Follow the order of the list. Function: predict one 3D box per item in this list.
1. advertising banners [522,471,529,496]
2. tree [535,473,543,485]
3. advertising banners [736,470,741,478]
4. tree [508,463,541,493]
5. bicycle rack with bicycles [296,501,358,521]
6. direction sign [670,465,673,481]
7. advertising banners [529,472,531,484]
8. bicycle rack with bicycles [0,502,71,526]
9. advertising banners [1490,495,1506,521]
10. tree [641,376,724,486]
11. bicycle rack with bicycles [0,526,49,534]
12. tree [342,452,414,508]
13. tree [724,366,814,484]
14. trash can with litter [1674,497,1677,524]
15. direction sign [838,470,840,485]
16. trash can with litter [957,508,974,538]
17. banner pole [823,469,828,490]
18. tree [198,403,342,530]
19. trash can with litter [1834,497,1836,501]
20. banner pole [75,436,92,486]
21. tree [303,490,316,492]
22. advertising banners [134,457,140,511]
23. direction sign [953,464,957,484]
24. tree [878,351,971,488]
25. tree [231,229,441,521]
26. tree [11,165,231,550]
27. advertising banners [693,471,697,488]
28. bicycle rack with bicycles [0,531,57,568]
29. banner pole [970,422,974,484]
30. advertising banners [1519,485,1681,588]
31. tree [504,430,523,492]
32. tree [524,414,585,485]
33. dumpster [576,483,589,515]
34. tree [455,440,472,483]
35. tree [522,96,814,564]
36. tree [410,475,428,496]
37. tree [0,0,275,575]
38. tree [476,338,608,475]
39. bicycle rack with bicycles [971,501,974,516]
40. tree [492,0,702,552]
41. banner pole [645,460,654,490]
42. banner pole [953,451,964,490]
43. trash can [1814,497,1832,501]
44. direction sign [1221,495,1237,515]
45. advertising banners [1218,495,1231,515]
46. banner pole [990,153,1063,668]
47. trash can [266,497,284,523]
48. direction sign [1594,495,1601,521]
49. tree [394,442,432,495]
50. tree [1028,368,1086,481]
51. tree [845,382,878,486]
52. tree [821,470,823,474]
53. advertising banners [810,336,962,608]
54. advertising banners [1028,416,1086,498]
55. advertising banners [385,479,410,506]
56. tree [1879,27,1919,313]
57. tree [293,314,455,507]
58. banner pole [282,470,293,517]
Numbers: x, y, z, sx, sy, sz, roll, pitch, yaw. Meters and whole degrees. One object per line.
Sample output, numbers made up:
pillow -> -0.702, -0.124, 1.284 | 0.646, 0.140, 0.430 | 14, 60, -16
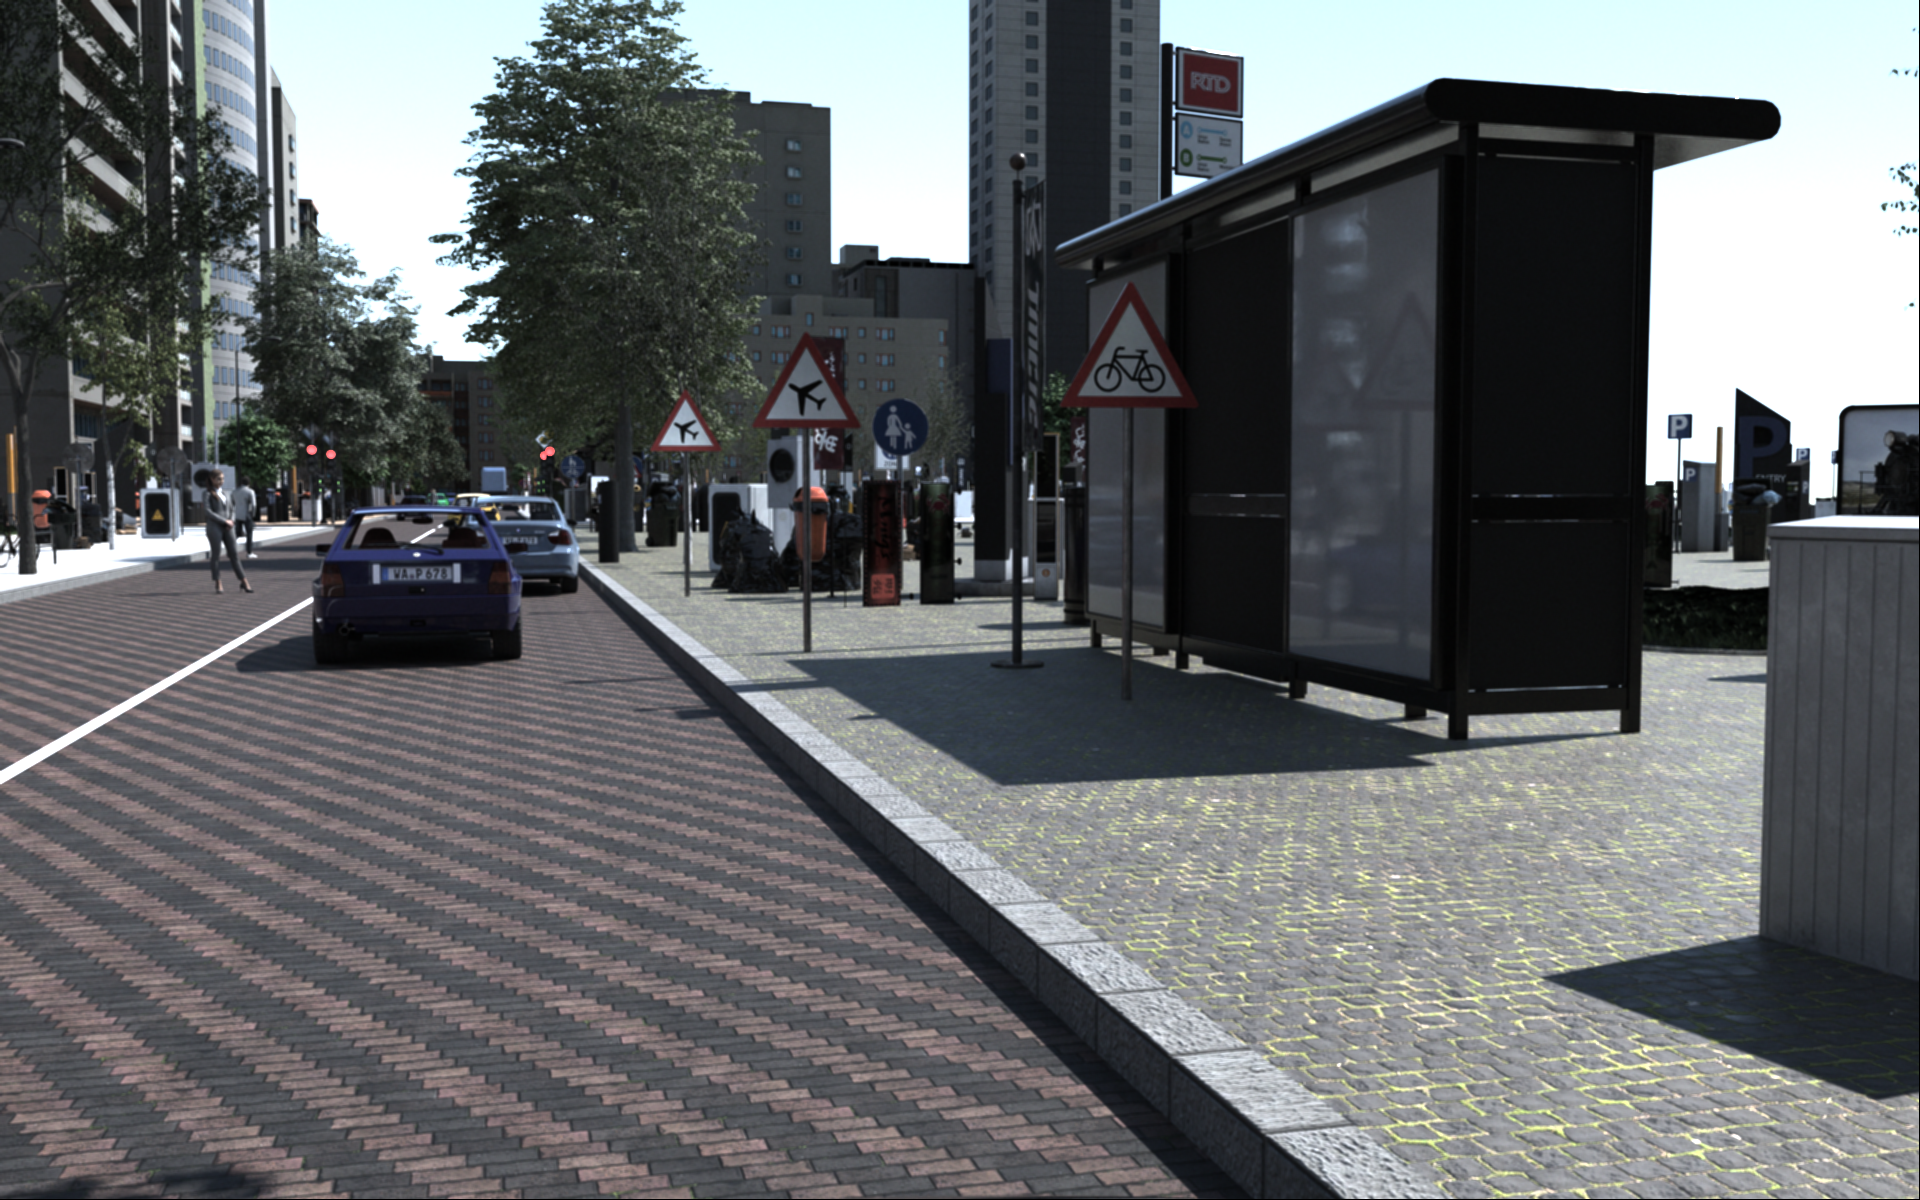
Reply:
advertising banners -> -33.454, -8.362, 132.906 | 0.090, 3.025, 2.074 | -1, 4, -9
tree -> -30.815, -8.283, 130.023 | 1.663, 3.219, 1.824 | 0, 3, 0
advertising banners -> -16.734, -8.023, 127.365 | 0.090, 3.025, 2.074 | -3, 5, -44
tree -> -39.062, -10.569, 156.510 | 4.285, 4.588, 4.351 | 0, 3, 0
bicycle rack with bicycles -> -31.808, -4.486, 86.735 | 2.925, 0.926, 2.852 | 0, 4, 2
direction sign -> -22.214, -8.751, 135.081 | 0.379, 3.537, 0.876 | 3, 5, 44
advertising banners -> -33.385, -8.557, 136.094 | 0.090, 3.025, 2.074 | 2, 4, 24
bicycle rack with bicycles -> -40.605, -3.847, 76.287 | 2.852, 0.926, 2.925 | -3, 5, -43
advertising banners -> 9.620, -2.154, 31.403 | 2.074, 3.025, 0.090 | 1, 4, 10
tree -> -15.181, -8.699, 92.597 | 4.737, 8.622, 4.395 | 0, 3, 0
bicycle rack with bicycles -> -33.678, -2.886, 60.576 | 2.852, 0.926, 2.925 | -2, 4, -32
tree -> -34.023, -6.986, 97.941 | 4.285, 4.588, 4.351 | 0, 3, 0
tree -> -11.063, -9.178, 100.418 | 4.737, 8.622, 4.395 | 0, 3, 0
trash can with litter -> 23.964, -2.919, 59.107 | 1.055, 1.170, 0.624 | 3, 4, 37
direction sign -> -6.672, -6.364, 96.047 | 0.379, 3.537, 0.876 | 1, 4, 9
trash can with litter -> 0.463, -2.435, 51.207 | 1.055, 1.170, 0.624 | -1, 4, -9
banner pole -> -6.975, -6.108, 89.884 | 0.401, 3.779, 0.863 | 1, 4, 18
tree -> -25.218, -4.772, 61.728 | 4.285, 4.588, 4.351 | 0, 3, 0
trash can with litter -> 42.268, -4.458, 83.940 | 1.678, 1.210, 2.233 | -3, 5, -39
banner pole -> -37.651, -5.160, 74.382 | 0.863, 3.779, 0.401 | -3, 5, -44
tree -> -46.124, -7.832, 122.652 | 1.663, 3.219, 1.824 | 0, 3, 0
advertising banners -> -37.043, -5.080, 79.249 | 2.074, 3.025, 0.090 | 0, 4, -1
direction sign -> -0.143, -8.419, 129.649 | 0.876, 3.537, 0.379 | 1, 4, 22
tree -> -1.447, -8.509, 89.486 | 4.360, 8.622, 3.978 | 0, 3, 0
tree -> -29.952, -10.793, 83.113 | 9.857, 13.997, 8.962 | 0, 3, 0
tree -> -19.147, -5.446, 39.410 | 4.737, 8.622, 4.395 | 0, 3, 0
advertising banners -> -20.795, -8.393, 133.407 | 0.090, 3.025, 2.074 | 2, 4, 24
bicycle rack with bicycles -> -17.339, -1.043, 30.430 | 2.852, 0.926, 2.925 | -1, 4, -10
banner pole -> 0.729, -2.940, 38.083 | 0.401, 3.779, 0.863 | 3, 5, 44
advertising banners -> 8.875, -1.702, 24.011 | 2.074, 3.025, 0.090 | 2, 4, 24
tree -> -34.895, -11.736, 142.251 | 4.360, 8.622, 3.978 | 0, 3, 0
tree -> -28.400, -10.393, 120.289 | 4.737, 8.622, 4.395 | 0, 3, 0
dumpster -> -19.163, -5.109, 89.295 | 1.264, 1.857, 1.865 | -1, 4, -15
tree -> -63.418, -17.761, 207.399 | 9.611, 12.733, 9.660 | 0, 3, 0
tree -> -5.219, -4.966, 31.557 | 4.360, 8.622, 3.978 | 0, 3, 0
tree -> -59.501, -11.935, 189.742 | 1.663, 3.219, 1.824 | 0, 3, 0
tree -> -14.860, -5.706, 27.706 | 8.767, 10.594, 7.601 | 0, 4, 2
tree -> -24.757, -10.899, 103.948 | 9.928, 11.665, 9.643 | 0, 3, 0
bicycle rack with bicycles -> 1.610, -5.193, 98.288 | 2.925, 0.926, 2.852 | 3, 5, 39
tree -> -7.767, -7.333, 38.015 | 7.486, 12.596, 7.792 | 0, 3, 0
banner pole -> -20.859, -7.721, 116.258 | 0.863, 3.779, 0.401 | 1, 4, 20
banner pole -> -0.089, -6.813, 101.410 | 0.863, 3.779, 0.401 | 0, 4, -3
trash can -> 36.659, -3.785, 73.535 | 0.748, 1.137, 0.748 | 0, 3, 0
direction sign -> 3.257, -1.795, 21.344 | 0.379, 3.537, 0.876 | -1, 4, -14
advertising banners -> 9.020, -4.136, 63.818 | 2.074, 3.025, 0.090 | 0, 4, 2
banner pole -> 0.485, -1.381, 12.591 | 0.401, 3.779, 0.863 | -1, 4, -15
trash can -> -30.727, -4.041, 77.732 | 0.748, 1.137, 0.748 | 0, 3, 0
direction sign -> 6.947, -1.641, 18.829 | 0.876, 3.537, 0.379 | 3, 4, 37
tree -> -51.386, -12.829, 160.114 | 4.737, 8.622, 4.395 | 0, 3, 0
tree -> 2.624, -3.765, 45.272 | 4.285, 4.588, 4.351 | 0, 3, 0
tree -> -6.423, -9.951, 113.060 | 4.360, 8.622, 3.978 | 0, 3, 0
tree -> -11.168, -11.268, 134.597 | 4.737, 8.622, 4.395 | 0, 3, 0
advertising banners -> -0.867, -1.440, 19.728 | 2.074, 3.025, 0.090 | -2, 4, -33
advertising banners -> 2.013, -2.623, 39.078 | 2.074, 3.025, 0.090 | 2, 4, 28
advertising banners -> -46.867, -9.073, 144.528 | 2.074, 3.025, 0.090 | -1, 4, -19
tree -> 13.963, -4.408, 22.431 | 4.360, 8.622, 3.978 | 0, 3, 0
tree -> -37.973, -11.848, 110.725 | 9.611, 12.733, 9.660 | 0, 3, 0
banner pole -> -37.508, -6.522, 96.650 | 0.401, 3.779, 0.863 | 2, 4, 24
